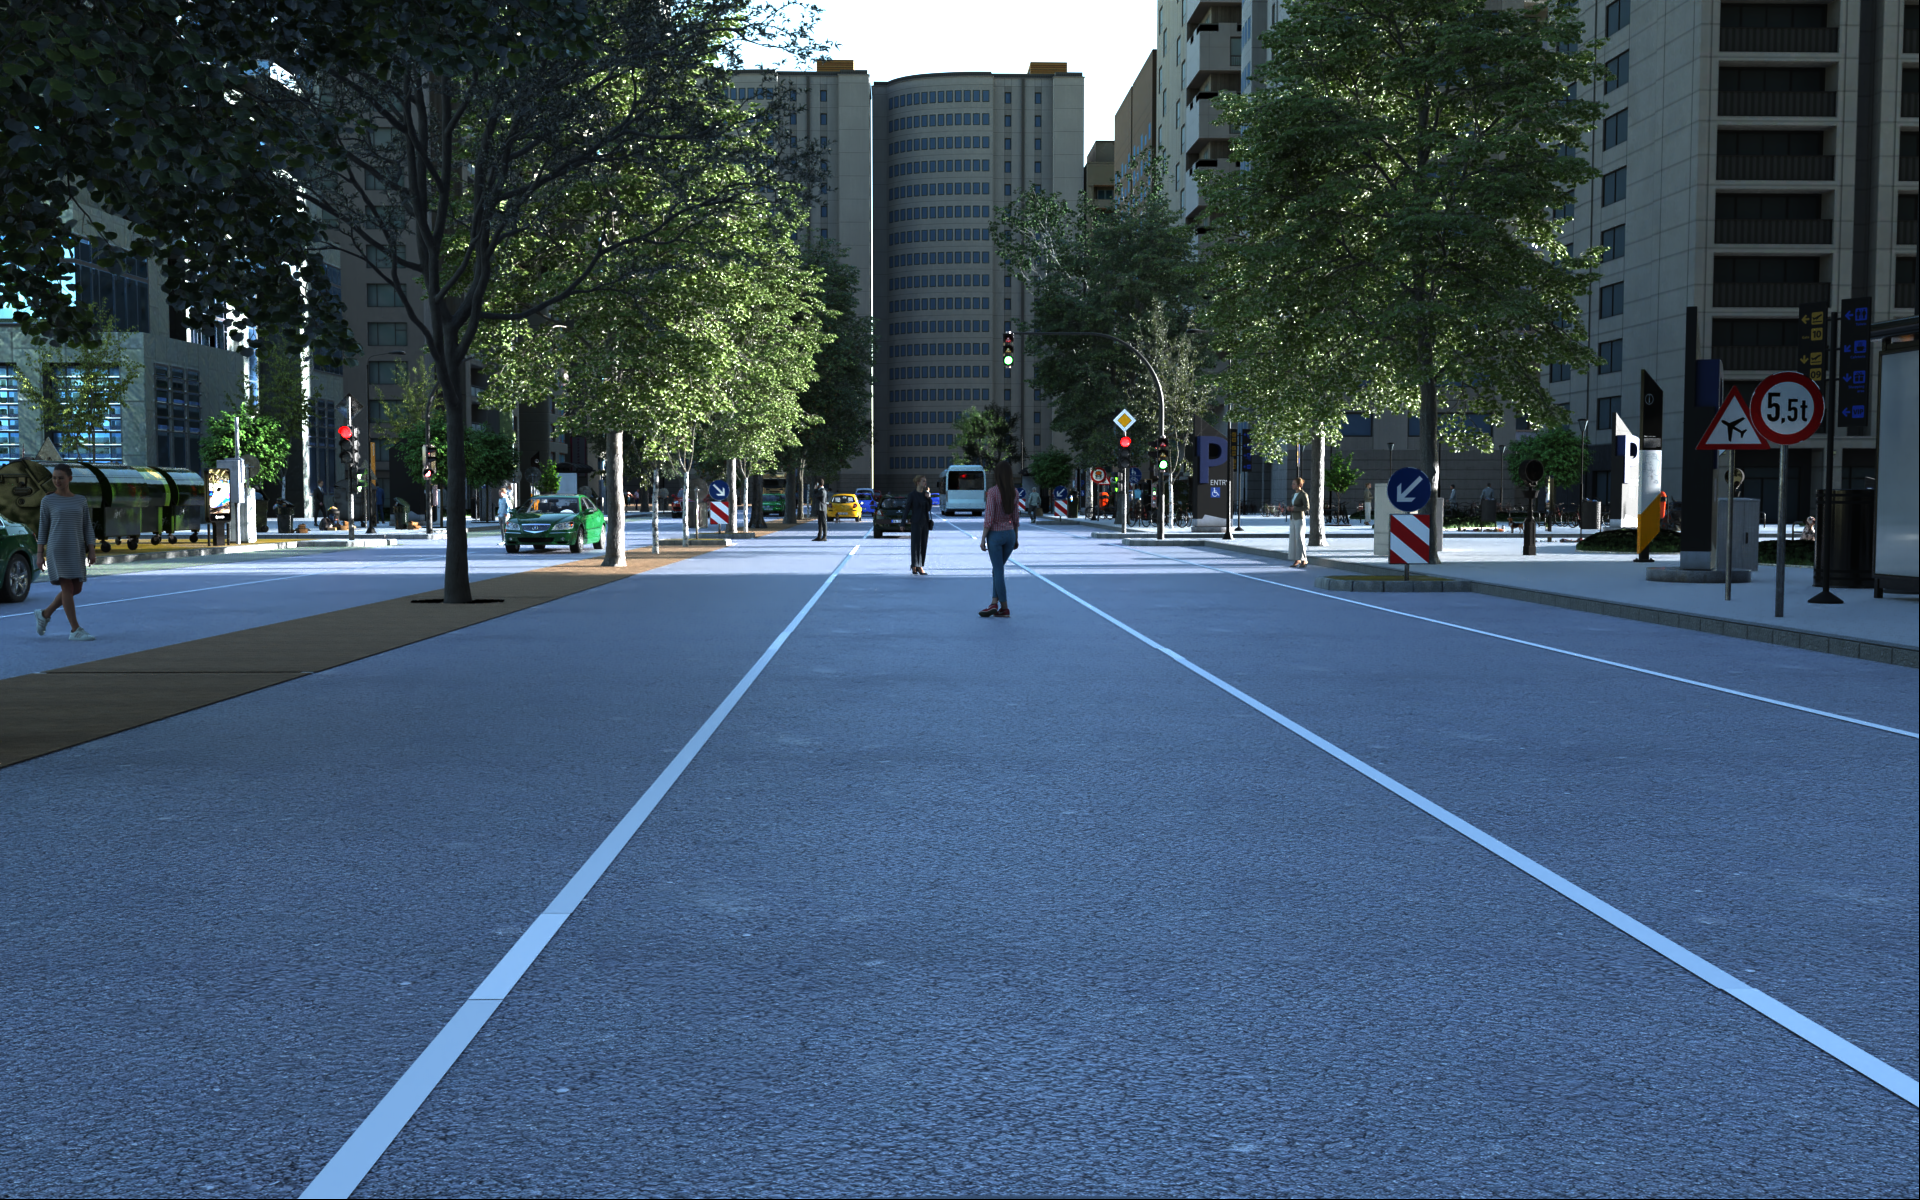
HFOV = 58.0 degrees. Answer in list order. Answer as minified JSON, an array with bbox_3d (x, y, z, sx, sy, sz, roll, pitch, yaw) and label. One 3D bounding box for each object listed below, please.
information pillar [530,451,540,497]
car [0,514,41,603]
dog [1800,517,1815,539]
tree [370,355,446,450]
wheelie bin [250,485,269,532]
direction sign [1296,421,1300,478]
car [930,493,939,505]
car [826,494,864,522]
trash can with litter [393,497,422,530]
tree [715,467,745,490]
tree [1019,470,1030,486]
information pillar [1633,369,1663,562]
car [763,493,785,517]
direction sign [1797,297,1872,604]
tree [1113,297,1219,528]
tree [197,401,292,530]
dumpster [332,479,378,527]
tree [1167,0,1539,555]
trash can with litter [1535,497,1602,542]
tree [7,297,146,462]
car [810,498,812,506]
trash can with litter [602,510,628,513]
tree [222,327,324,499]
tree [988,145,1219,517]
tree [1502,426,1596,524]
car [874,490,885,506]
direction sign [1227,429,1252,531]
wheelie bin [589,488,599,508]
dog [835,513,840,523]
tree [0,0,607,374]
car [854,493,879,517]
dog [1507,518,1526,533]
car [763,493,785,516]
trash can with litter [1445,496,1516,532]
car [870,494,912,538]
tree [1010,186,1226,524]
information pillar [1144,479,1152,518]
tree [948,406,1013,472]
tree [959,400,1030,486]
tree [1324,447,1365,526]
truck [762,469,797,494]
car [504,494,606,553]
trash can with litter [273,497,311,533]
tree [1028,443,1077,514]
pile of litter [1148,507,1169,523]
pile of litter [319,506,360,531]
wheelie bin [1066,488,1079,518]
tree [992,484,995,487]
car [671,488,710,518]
[{"bbox_3d":[-22.904,-6.245,93.464,0.504,3.616,0.183,-2,4,-26],"label":"information pillar"},{"bbox_3d":[-13.278,-0.593,21.489,2.131,1.459,4.920,0,4,-2],"label":"car"},{"bbox_3d":[17.533,-1.304,35.704,0.800,0.831,0.513,-3,5,-40],"label":"dog"},{"bbox_3d":[-28.633,-8.610,91.136,4.737,8.622,4.395,0,3,0],"label":"tree"},{"bbox_3d":[-23.581,-3.064,58.004,0.980,1.594,0.693,3,5,44],"label":"wheelie bin"},{"bbox_3d":[9.571,-3.492,49.092,0.379,3.537,0.876,1,4,15],"label":"direction sign"},{"bbox_3d":[-2.810,-11.341,195.016,1.945,1.707,3.694,0,4,-1],"label":"car"},{"bbox_3d":[-6.063,-4.931,90.840,2.015,1.641,3.980,0,4,-1],"label":"car"},{"bbox_3d":[-19.963,-3.132,62.601,1.055,1.170,0.624,1,4,19],"label":"trash can with litter"},{"bbox_3d":[-24.308,-12.132,182.072,4.285,4.588,4.351,0,3,0],"label":"tree"},{"bbox_3d":[5.536,-8.860,139.460,1.663,3.219,1.824,0,3,0],"label":"tree"},{"bbox_3d":[12.983,-2.523,32.612,0.504,3.616,0.183,-1,4,-22],"label":"information pillar"},{"bbox_3d":[-12.146,-6.240,110.812,1.959,1.807,4.718,0,4,-3],"label":"car"},{"bbox_3d":[10.205,-1.732,20.311,0.379,3.537,0.876,-2,4,-31],"label":"direction sign"},{"bbox_3d":[7.788,-6.957,64.112,4.360,8.622,3.978,0,3,0],"label":"tree"},{"bbox_3d":[-25.350,-4.746,61.308,4.285,4.588,4.351,0,3,0],"label":"tree"},{"bbox_3d":[-23.505,-3.763,67.281,1.264,1.857,1.865,0,4,-2],"label":"dumpster"},{"bbox_3d":[8.911,-7.580,42.067,7.486,12.596,7.792,0,3,0],"label":"tree"},{"bbox_3d":[16.438,-2.155,46.292,2.233,1.210,1.678,1,4,9],"label":"trash can with litter"},{"bbox_3d":[-32.383,-6.947,63.954,4.737,8.622,4.395,0,3,0],"label":"tree"},{"bbox_3d":[-15.418,-10.961,189.443,2.015,1.641,3.980,0,4,-3],"label":"car"},{"bbox_3d":[-23.892,-6.690,120.446,2.233,1.210,1.678,0,4,3],"label":"trash can with litter"},{"bbox_3d":[-28.981,-7.549,73.781,4.737,8.622,4.395,0,3,0],"label":"tree"},{"bbox_3d":[8.316,-14.541,93.642,12.611,20.169,13.585,0,3,0],"label":"tree"},{"bbox_3d":[28.327,-6.211,85.267,4.285,4.588,4.351,0,3,0],"label":"tree"},{"bbox_3d":[-8.327,-9.661,166.636,2.281,1.827,5.304,0,4,-2],"label":"car"},{"bbox_3d":[9.728,-4.178,60.310,0.876,3.537,0.379,0,4,-7],"label":"direction sign"},{"bbox_3d":[-20.713,-5.470,97.340,0.693,1.594,0.980,0,4,-2],"label":"wheelie bin"},{"bbox_3d":[-6.005,-4.018,84.985,0.406,0.507,0.540,-2,4,-35],"label":"dog"},{"bbox_3d":[-6.003,-6.136,9.443,9.857,13.997,8.962,0,3,0],"label":"tree"},{"bbox_3d":[-6.167,-6.168,110.432,1.945,1.707,3.694,0,4,0],"label":"car"},{"bbox_3d":[18.217,-2.437,56.683,0.540,0.507,0.406,0,4,4],"label":"dog"},{"bbox_3d":[-12.248,-6.549,115.877,1.959,1.807,4.718,0,4,-2],"label":"car"},{"bbox_3d":[17.776,-2.953,59.337,2.233,1.210,1.678,3,5,39],"label":"trash can with litter"},{"bbox_3d":[-1.993,-2.926,57.623,2.009,1.686,4.222,0,4,-1],"label":"car"},{"bbox_3d":[6.974,-10.218,73.713,9.857,13.997,8.962,0,3,0],"label":"tree"},{"bbox_3d":[9.241,-4.928,85.071,0.304,2.012,0.304,-1,4,-10],"label":"information pillar"},{"bbox_3d":[2.423,-16.924,202.467,9.928,11.665,9.643,0,3,0],"label":"tree"},{"bbox_3d":[3.378,-14.518,171.781,8.767,10.594,7.601,3,5,40],"label":"tree"},{"bbox_3d":[15.140,-4.587,69.597,1.663,3.219,1.824,0,3,0],"label":"tree"},{"bbox_3d":[-17.905,-11.198,172.008,2.839,4.237,11.283,0,3,0],"label":"truck"},{"bbox_3d":[-10.182,-1.956,43.787,2.131,1.459,4.920,0,4,-1],"label":"car"},{"bbox_3d":[-21.876,-2.772,56.706,1.055,1.170,0.624,-3,5,-43],"label":"trash can with litter"},{"bbox_3d":[6.023,-7.881,112.561,4.285,4.588,4.351,0,3,0],"label":"tree"},{"bbox_3d":[9.024,-3.894,77.631,1.176,0.858,1.719,0,4,8],"label":"pile of litter"},{"bbox_3d":[-22.034,-2.910,61.540,1.176,0.858,1.719,3,4,38],"label":"pile of litter"},{"bbox_3d":[6.030,-5.186,92.700,0.693,1.594,0.980,0,4,-3],"label":"wheelie bin"},{"bbox_3d":[4.247,-11.485,182.378,1.663,3.219,1.824,0,3,0],"label":"tree"},{"bbox_3d":[-16.249,-5.878,104.774,2.281,1.827,5.304,0,4,-4],"label":"car"}]
